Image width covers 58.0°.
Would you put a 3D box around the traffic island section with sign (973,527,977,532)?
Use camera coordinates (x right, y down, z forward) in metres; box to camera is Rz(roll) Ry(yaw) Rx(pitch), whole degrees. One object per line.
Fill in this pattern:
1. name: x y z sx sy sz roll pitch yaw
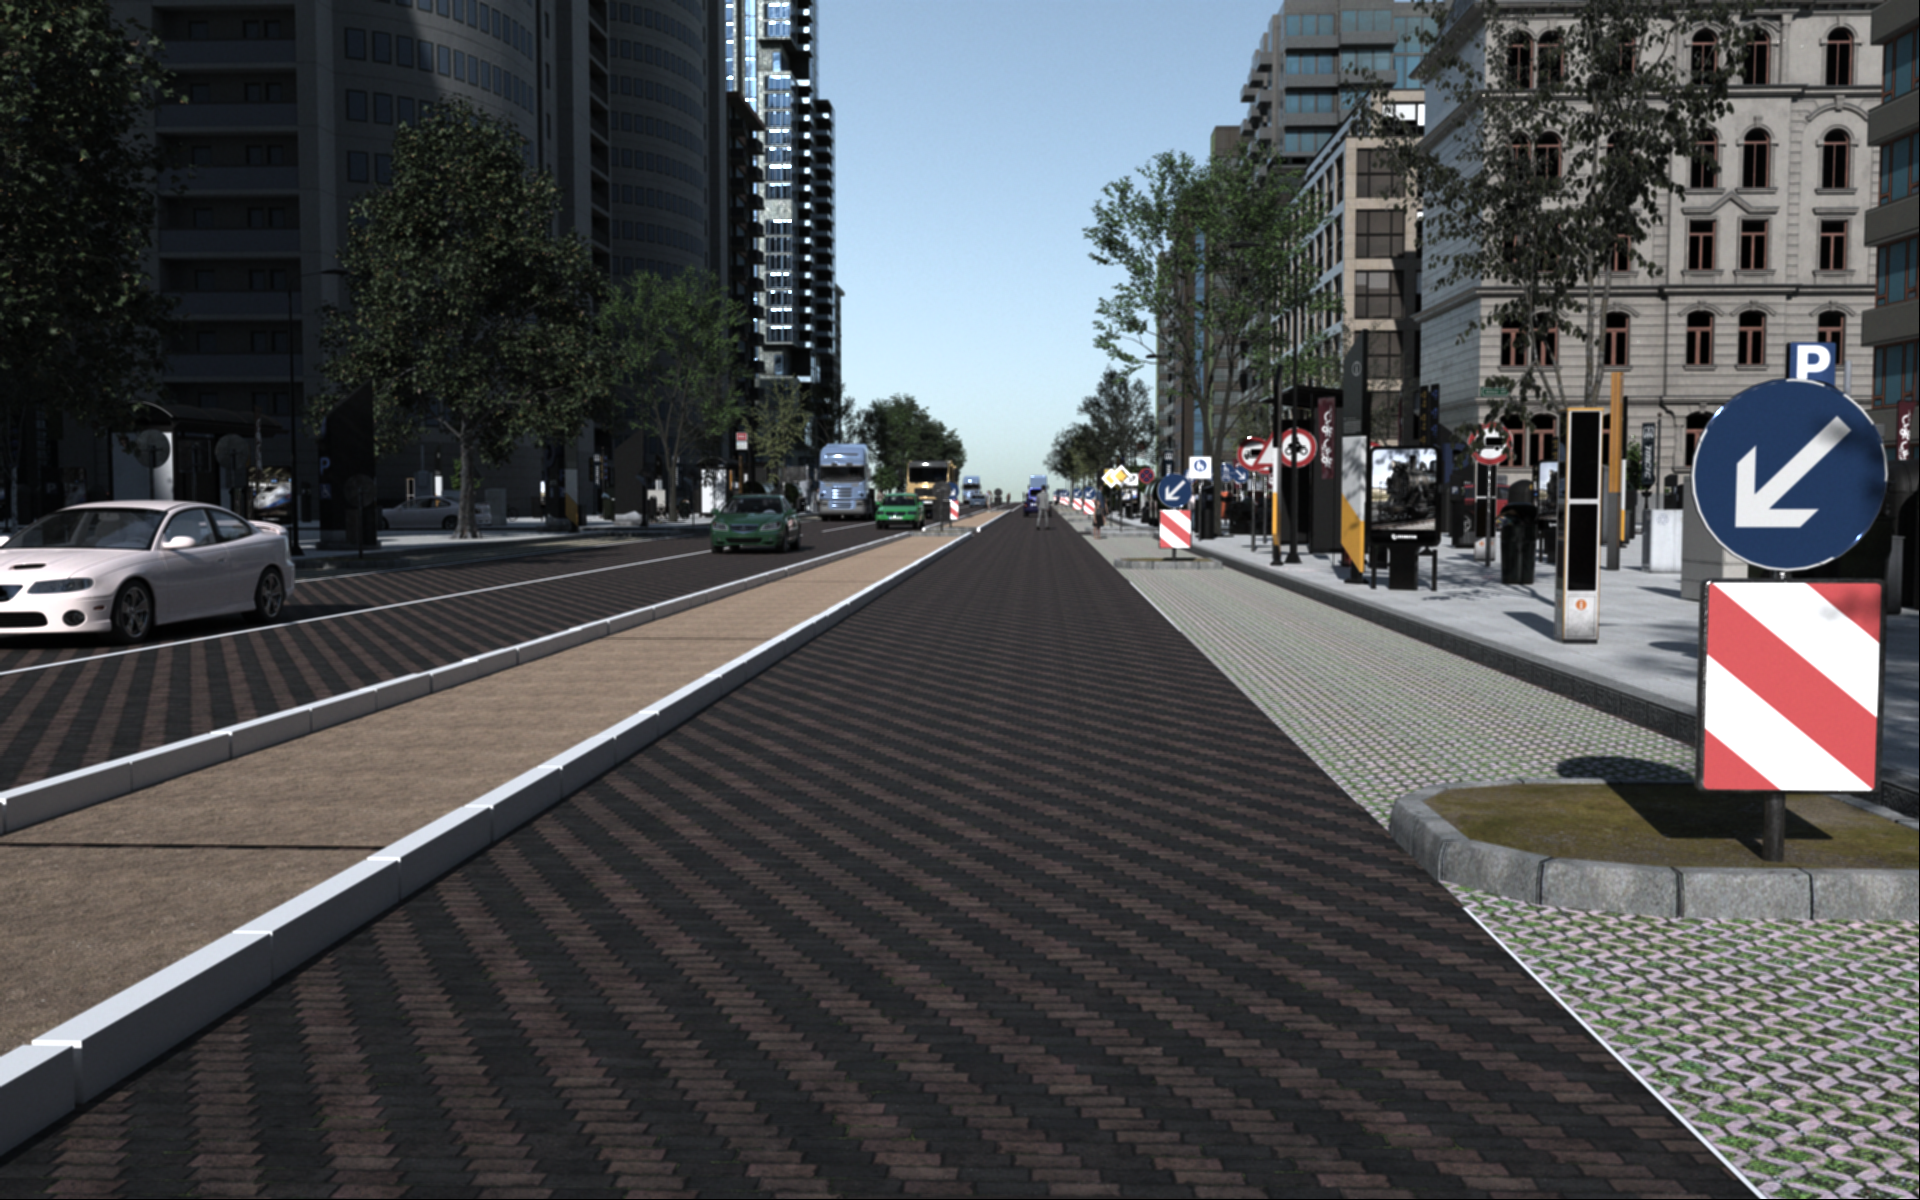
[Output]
1. traffic island section with sign: -0.322 -3.573 66.557 2.006 1.907 1.989 0 4 3

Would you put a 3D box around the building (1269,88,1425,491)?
1. building: 34.022 -19.504 123.401 19.350 26.468 34.151 0 4 3

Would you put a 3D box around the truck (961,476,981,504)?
1. truck: 2.175 -16.814 264.670 2.967 4.110 18.799 0 4 4

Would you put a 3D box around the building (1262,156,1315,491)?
1. building: 33.228 -23.179 150.680 14.160 30.474 14.107 0 4 3

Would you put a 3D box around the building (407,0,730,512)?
1. building: -33.973 -37.597 156.706 21.231 58.520 28.212 0 4 3

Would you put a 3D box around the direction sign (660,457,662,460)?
1. direction sign: -18.118 -6.906 104.911 0.379 3.537 0.876 0 4 -1

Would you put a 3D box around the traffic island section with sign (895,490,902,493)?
1. traffic island section with sign: -5.863 -9.666 166.674 1.989 1.847 2.006 0 4 3

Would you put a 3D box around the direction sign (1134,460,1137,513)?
1. direction sign: 11.773 -7.600 116.259 0.379 3.537 0.876 1 4 12

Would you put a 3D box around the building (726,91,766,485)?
1. building: -33.009 -32.491 185.846 22.147 44.769 28.867 0 4 3

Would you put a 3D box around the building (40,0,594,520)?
1. building: -34.758 -33.940 96.920 21.231 58.520 28.212 0 4 3

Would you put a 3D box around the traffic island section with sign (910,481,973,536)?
1. traffic island section with sign: -0.670 -3.121 59.158 2.006 1.907 1.989 0 4 3

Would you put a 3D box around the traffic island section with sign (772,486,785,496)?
1. traffic island section with sign: -9.389 -4.942 89.436 1.989 1.847 2.006 0 4 3

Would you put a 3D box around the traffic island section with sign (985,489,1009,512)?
1. traffic island section with sign: 3.095 -8.164 141.618 2.006 1.907 1.989 0 4 3

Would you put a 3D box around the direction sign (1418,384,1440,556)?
1. direction sign: 9.737 -2.692 36.012 0.379 3.537 0.876 -1 4 -9

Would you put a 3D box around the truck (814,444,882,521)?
1. truck: -5.955 -6.633 98.215 2.967 4.110 18.799 0 4 1

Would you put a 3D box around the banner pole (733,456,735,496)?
1. banner pole: -14.973 -7.623 114.655 0.401 3.779 0.863 0 4 2

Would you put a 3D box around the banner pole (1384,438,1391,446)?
1. banner pole: 19.232 -5.382 78.010 0.401 3.779 0.863 3 4 36

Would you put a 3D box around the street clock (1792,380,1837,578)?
1. street clock: 5.440 -0.405 11.188 0.471 2.002 0.358 0 4 6

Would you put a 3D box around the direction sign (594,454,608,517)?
1. direction sign: -20.317 -6.529 98.750 0.379 3.537 0.876 -3 5 -41

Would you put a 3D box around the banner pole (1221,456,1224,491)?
1. banner pole: 17.100 -7.547 113.405 0.401 3.779 0.863 3 5 43

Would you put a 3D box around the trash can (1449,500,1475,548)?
1. trash can: 11.971 -1.796 41.019 0.748 1.137 0.748 0 3 0

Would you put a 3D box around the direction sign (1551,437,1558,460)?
1. direction sign: 23.655 -4.672 68.386 0.379 3.537 0.876 -2 4 -24

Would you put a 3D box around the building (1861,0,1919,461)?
1. building: 35.965 -11.219 28.468 27.650 21.520 28.899 0 4 3

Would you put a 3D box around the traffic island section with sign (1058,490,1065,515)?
1. traffic island section with sign: 7.770 -6.594 116.435 1.989 1.847 2.006 0 4 3

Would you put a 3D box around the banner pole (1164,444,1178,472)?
1. banner pole: 10.700 -5.964 87.536 0.863 3.779 0.401 1 4 17

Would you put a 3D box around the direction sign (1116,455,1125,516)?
1. direction sign: 9.365 -6.676 101.146 0.379 3.537 0.876 -2 4 -26

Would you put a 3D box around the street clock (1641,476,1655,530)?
1. street clock: 22.674 -3.220 57.210 0.471 2.002 0.358 0 4 -7

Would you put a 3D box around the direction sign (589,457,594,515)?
1. direction sign: -22.701 -7.063 107.481 0.379 3.537 0.876 2 4 28

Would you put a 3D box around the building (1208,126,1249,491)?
1. building: 34.975 -31.290 195.179 14.154 41.232 14.086 0 4 3

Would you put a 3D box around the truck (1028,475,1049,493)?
1. truck: 10.959 -15.418 241.850 2.967 4.110 18.799 0 4 3

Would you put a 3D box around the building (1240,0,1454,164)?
1. building: 39.791 -33.800 172.242 23.786 49.044 30.456 0 4 3

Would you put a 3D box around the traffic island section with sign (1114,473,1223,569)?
1. traffic island section with sign: 4.010 -1.531 33.664 1.989 1.847 2.006 0 4 3

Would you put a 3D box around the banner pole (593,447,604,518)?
1. banner pole: -19.117 -6.233 91.923 0.401 3.779 0.863 3 5 42

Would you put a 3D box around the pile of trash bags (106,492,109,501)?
1. pile of trash bags: -69.382 -8.144 142.912 1.912 1.369 3.447 3 5 41

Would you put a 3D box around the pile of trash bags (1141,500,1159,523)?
1. pile of trash bags: 9.616 -4.076 76.403 3.447 1.369 1.912 1 4 15

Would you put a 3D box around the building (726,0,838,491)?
1. building: -29.059 -57.704 256.124 22.319 86.520 31.000 0 4 3

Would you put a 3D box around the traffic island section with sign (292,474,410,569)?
1. traffic island section with sign: -11.924 -1.546 33.913 1.989 1.847 2.006 0 4 3

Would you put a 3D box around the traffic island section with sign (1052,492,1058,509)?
1. traffic island section with sign: 10.074 -9.661 166.583 1.989 1.847 2.006 0 4 3

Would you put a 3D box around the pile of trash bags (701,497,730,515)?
1. pile of trash bags: -14.745 -5.789 104.397 1.912 1.369 3.447 -1 4 -21

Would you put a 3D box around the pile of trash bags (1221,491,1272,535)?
1. pile of trash bags: 9.311 -2.801 55.552 1.912 1.369 3.447 -2 4 -27

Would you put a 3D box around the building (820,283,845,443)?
1. building: -32.537 -36.311 285.562 32.217 40.220 23.993 0 4 3

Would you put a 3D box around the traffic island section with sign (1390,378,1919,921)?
1. traffic island section with sign: 2.777 0.116 6.737 1.989 1.847 2.006 0 4 3

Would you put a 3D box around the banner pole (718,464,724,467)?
1. banner pole: -17.098 -8.273 125.284 0.863 3.779 0.401 -1 4 -8

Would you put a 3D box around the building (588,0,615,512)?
1. building: -35.134 -42.244 128.935 20.563 71.187 20.611 0 4 3

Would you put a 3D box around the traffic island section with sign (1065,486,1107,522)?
1. traffic island section with sign: 6.563 -4.947 89.507 1.989 1.847 2.006 0 4 3

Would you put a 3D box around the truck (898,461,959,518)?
1. truck: -1.624 -6.504 102.256 3.469 3.379 9.791 0 4 3

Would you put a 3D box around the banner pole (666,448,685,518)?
1. banner pole: -15.656 -6.396 94.587 0.863 3.779 0.401 -2 4 -33

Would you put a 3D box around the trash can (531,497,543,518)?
1. trash can: -22.727 -4.983 93.117 0.748 1.137 0.748 0 3 0

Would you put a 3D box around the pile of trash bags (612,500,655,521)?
1. pile of trash bags: -15.528 -4.393 81.585 1.912 1.369 3.447 0 4 4

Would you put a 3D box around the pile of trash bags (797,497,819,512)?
1. pile of trash bags: -11.142 -6.994 124.107 1.912 1.369 3.447 1 4 18

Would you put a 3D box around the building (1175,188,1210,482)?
1. building: 38.253 -36.518 247.172 14.600 45.320 14.200 0 4 3

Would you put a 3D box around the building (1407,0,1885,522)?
1. building: 35.292 -18.213 85.178 23.554 28.519 14.401 0 4 3

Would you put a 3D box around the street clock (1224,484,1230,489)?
1. street clock: 18.335 -6.984 118.761 0.471 2.002 0.358 2 4 32

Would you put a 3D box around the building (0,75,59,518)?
1. building: -65.563 -47.692 92.435 31.000 86.520 22.319 0 4 3

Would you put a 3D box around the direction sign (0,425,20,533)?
1. direction sign: -31.440 -3.977 57.027 0.876 3.537 0.379 -1 4 -20
